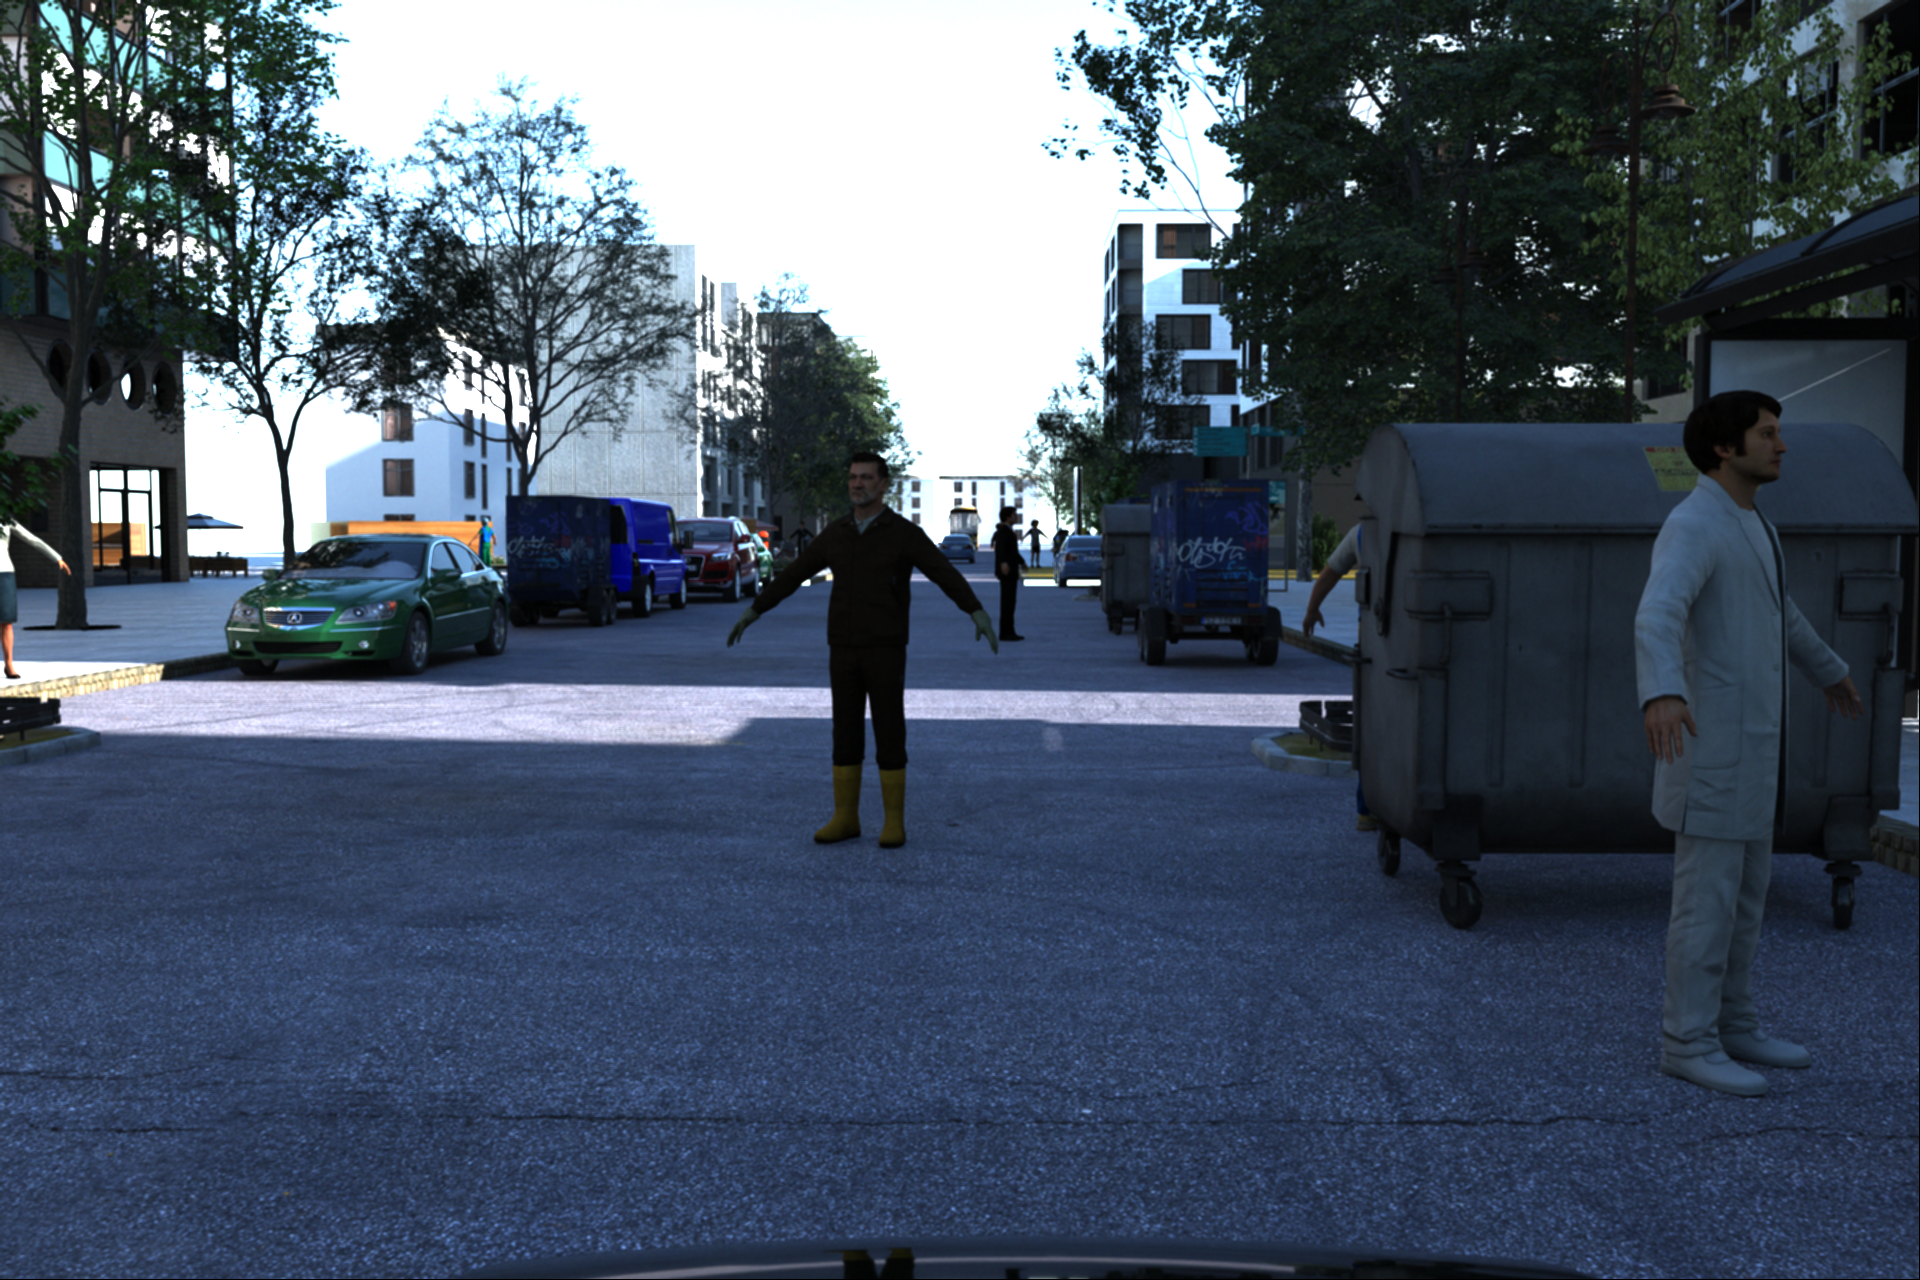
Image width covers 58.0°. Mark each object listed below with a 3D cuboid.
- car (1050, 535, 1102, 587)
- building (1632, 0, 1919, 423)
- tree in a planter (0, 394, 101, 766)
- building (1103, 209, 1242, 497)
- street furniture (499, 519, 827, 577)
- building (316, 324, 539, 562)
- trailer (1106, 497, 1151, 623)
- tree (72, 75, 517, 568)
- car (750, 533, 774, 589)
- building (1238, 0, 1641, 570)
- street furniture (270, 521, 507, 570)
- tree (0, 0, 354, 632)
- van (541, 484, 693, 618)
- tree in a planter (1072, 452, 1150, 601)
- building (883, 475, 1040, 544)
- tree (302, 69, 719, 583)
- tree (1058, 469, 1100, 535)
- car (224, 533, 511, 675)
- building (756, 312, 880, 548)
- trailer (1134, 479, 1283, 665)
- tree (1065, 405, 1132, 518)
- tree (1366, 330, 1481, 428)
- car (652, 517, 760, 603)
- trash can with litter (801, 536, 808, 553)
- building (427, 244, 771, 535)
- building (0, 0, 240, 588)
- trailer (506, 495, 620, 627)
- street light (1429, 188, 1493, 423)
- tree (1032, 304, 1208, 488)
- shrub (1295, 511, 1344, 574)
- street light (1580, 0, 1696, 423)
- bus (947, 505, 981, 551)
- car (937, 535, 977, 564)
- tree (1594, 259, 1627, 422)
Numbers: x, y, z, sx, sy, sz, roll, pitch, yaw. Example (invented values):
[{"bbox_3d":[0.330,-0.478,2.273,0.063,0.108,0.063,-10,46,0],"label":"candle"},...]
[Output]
[{"bbox_3d":[3.534,-2.201,47.997,2.014,1.417,4.499,0,4,1],"label":"car"},{"bbox_3d":[27.408,-13.817,29.106,19.350,26.588,34.151,0,4,1],"label":"building"},{"bbox_3d":[-6.823,-0.853,11.172,1.991,3.239,1.994,0,4,1],"label":"tree in a planter"},{"bbox_3d":[24.122,-17.209,125.339,27.936,21.610,32.646,0,4,1],"label":"building"},{"bbox_3d":[-7.851,-2.786,52.404,9.812,1.723,11.010,3,5,43],"label":"street furniture"},{"bbox_3d":[-24.815,-8.644,83.484,9.099,9.664,28.070,0,4,1],"label":"building"},{"bbox_3d":[3.102,-1.319,28.615,1.471,1.999,3.904,0,4,0],"label":"trailer"},{"bbox_3d":[-12.699,-6.018,32.810,8.767,10.594,7.601,-1,4,-15],"label":"tree"},{"bbox_3d":[-5.848,-2.158,44.083,1.959,1.807,4.718,0,4,1],"label":"car"},{"bbox_3d":[26.007,-14.217,76.427,27.936,21.610,32.646,0,4,1],"label":"building"},{"bbox_3d":[-20.704,-3.285,60.570,9.812,1.723,11.010,-3,4,-36],"label":"street furniture"},{"bbox_3d":[-11.783,-5.944,22.936,9.928,11.665,9.643,0,3,0],"label":"tree"},{"bbox_3d":[-6.231,-1.651,31.374,2.240,2.365,5.245,0,4,2],"label":"van"},{"bbox_3d":[3.464,-2.472,37.643,1.991,3.239,1.994,0,4,0],"label":"tree in a planter"},{"bbox_3d":[-2.863,-18.323,244.185,28.070,9.664,9.099,0,4,7],"label":"building"},{"bbox_3d":[-11.500,-8.271,45.608,12.009,13.543,11.850,0,3,0],"label":"tree"},{"bbox_3d":[17.965,-20.700,245.102,9.857,13.997,8.962,0,3,0],"label":"tree"},{"bbox_3d":[-6.371,-0.447,19.111,2.131,1.459,4.920,0,4,1],"label":"car"},{"bbox_3d":[-23.272,-20.309,176.034,27.936,21.610,32.646,0,4,2],"label":"building"},{"bbox_3d":[2.744,-0.789,19.944,1.471,1.999,3.904,0,4,0],"label":"trailer"},{"bbox_3d":[7.732,-9.115,99.389,4.360,8.622,3.978,0,3,0],"label":"tree"},{"bbox_3d":[15.801,-6.598,58.243,4.737,8.622,4.395,0,3,0],"label":"tree"},{"bbox_3d":[-5.626,-1.788,37.915,2.281,1.827,5.304,0,4,1],"label":"car"},{"bbox_3d":[-5.926,-3.465,67.708,1.678,1.210,2.233,0,4,1],"label":"trash can with litter"},{"bbox_3d":[-23.900,-15.620,121.850,16.747,18.905,31.486,0,4,2],"label":"building"},{"bbox_3d":[-30.526,-13.470,26.812,21.656,26.213,47.522,0,4,0],"label":"building"},{"bbox_3d":[-6.216,-1.181,26.358,1.471,1.999,3.904,0,4,1],"label":"trailer"},{"bbox_3d":[6.792,-3.110,23.639,0.468,5.910,1.993,0,4,1],"label":"street light"},{"bbox_3d":[6.610,-8.379,71.405,8.767,10.594,7.601,2,4,27],"label":"tree"},{"bbox_3d":[11.505,-3.119,55.408,1.690,2.028,1.600,0,3,0],"label":"shrub"},{"bbox_3d":[5.941,-2.604,15.360,0.468,5.910,1.993,0,4,1],"label":"street light"},{"bbox_3d":[0.412,-9.854,152.659,2.896,3.916,12.252,0,4,1],"label":"bus"},{"bbox_3d":[-0.152,-4.494,85.479,2.014,1.417,4.499,0,4,1],"label":"car"},{"bbox_3d":[23.734,-7.856,54.209,9.928,11.665,9.643,0,3,0],"label":"tree"}]
